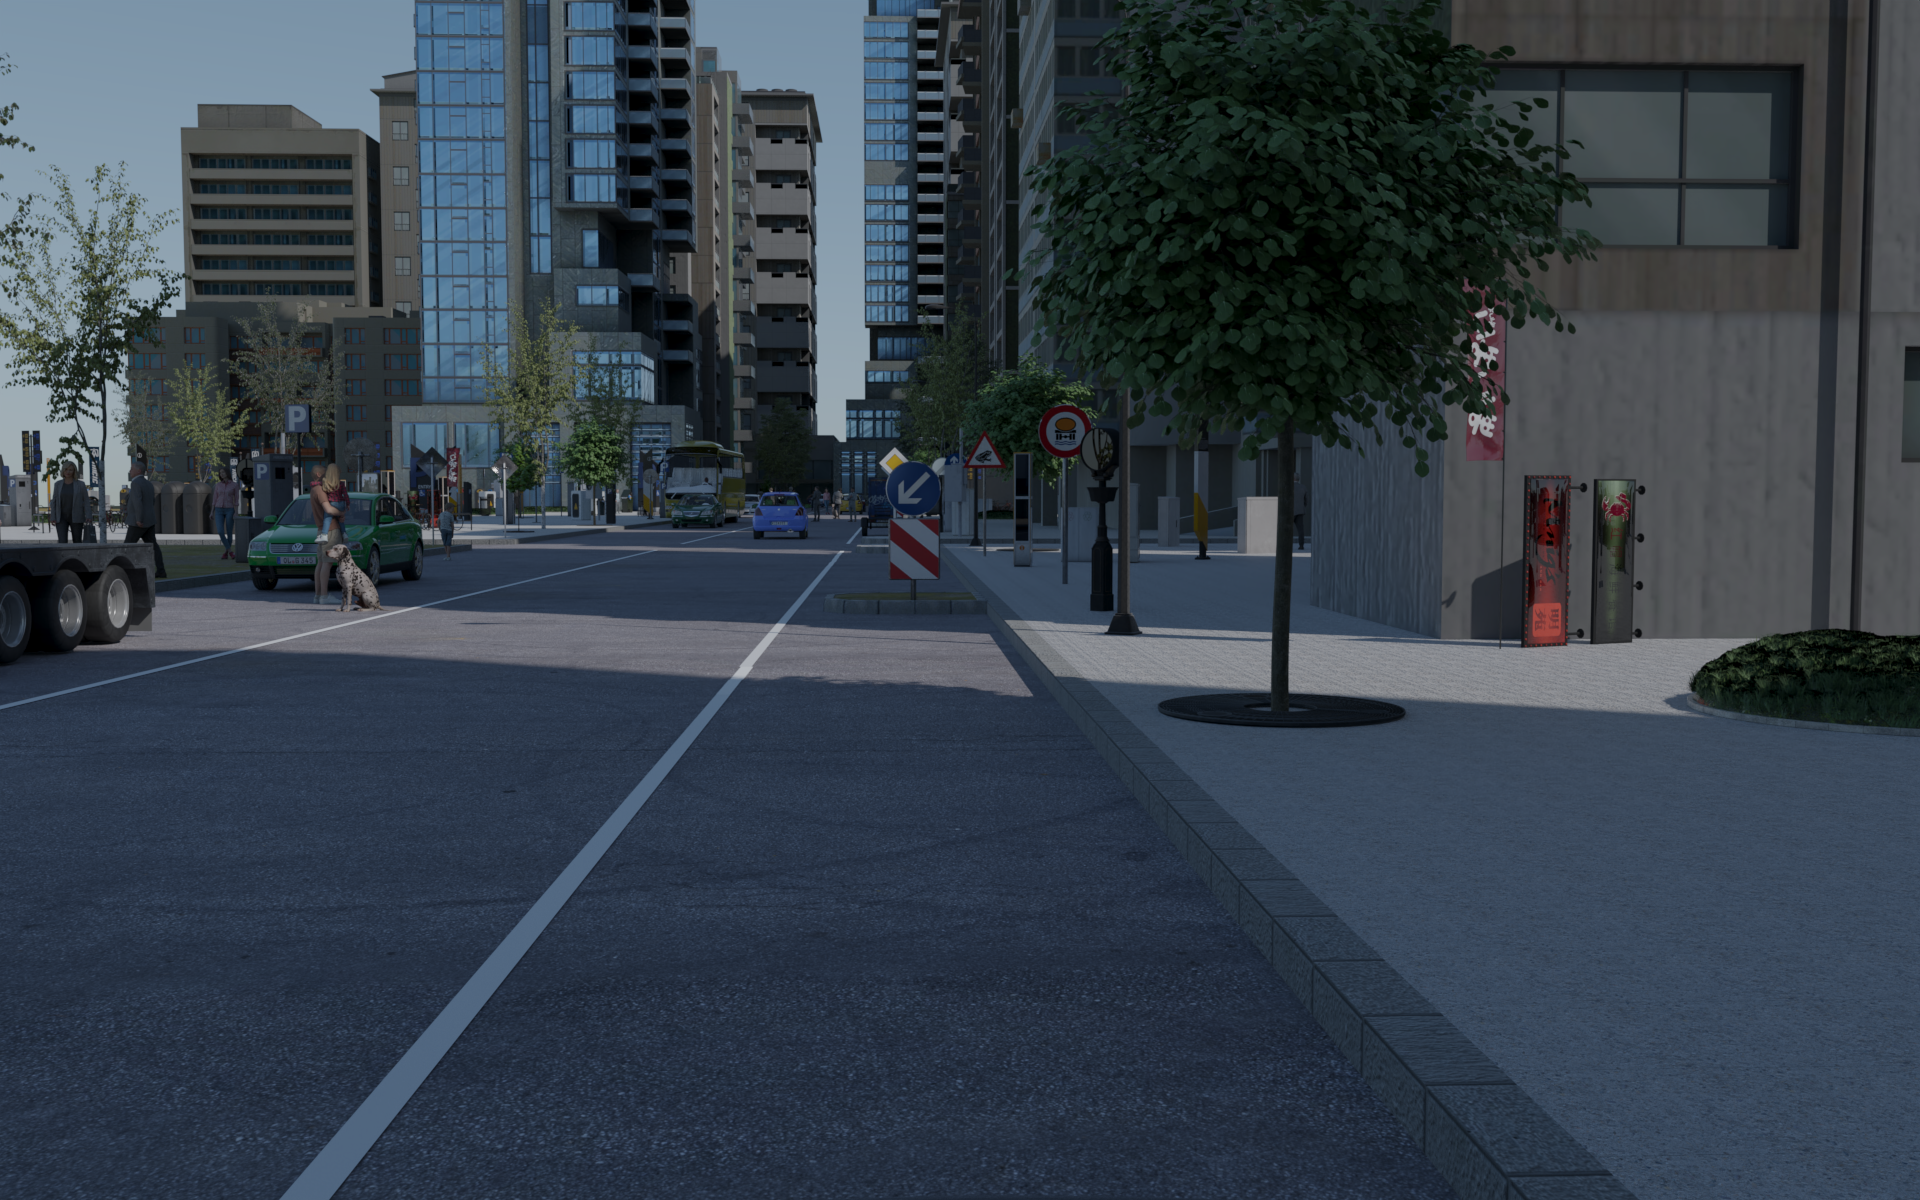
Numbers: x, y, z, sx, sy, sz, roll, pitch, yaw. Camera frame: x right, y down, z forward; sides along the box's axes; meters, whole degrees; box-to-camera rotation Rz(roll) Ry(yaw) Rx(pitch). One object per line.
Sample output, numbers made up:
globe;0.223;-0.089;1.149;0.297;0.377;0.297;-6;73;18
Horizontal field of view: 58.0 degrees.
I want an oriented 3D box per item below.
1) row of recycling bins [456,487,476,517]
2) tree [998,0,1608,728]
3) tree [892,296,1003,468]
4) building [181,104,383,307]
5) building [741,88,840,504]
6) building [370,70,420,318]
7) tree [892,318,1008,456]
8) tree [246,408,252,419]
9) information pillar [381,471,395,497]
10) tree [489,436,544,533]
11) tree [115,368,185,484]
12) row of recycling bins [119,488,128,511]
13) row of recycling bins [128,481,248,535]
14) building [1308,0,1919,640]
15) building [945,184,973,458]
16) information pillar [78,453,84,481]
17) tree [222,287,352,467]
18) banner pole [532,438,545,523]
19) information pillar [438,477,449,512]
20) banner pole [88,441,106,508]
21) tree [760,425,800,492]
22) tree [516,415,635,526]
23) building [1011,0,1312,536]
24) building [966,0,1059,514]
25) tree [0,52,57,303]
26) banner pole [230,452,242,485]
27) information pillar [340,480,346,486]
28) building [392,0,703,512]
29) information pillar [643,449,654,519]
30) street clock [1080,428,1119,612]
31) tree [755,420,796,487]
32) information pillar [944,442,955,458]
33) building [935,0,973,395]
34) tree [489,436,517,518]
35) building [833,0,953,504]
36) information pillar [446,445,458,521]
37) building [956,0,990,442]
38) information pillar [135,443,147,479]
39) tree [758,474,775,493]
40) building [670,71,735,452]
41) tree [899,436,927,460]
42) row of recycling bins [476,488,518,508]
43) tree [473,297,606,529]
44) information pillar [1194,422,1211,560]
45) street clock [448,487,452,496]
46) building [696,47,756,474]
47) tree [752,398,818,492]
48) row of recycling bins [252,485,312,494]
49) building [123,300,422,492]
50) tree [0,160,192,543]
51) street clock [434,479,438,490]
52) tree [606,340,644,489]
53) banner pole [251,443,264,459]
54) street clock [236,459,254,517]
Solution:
row of recycling bins;-28.925;-5.631;99.173;1.069;1.692;3.534;0;4;1
tree;1.904;-1.606;9.979;4.285;4.588;4.351;0;3;0
tree;-0.415;-7.033;65.356;4.737;8.622;4.395;0;3;0
building;-82.970;-36.410;219.001;21.600;48.544;21.300;0;4;-2
building;-29.928;-38.922;225.615;27.495;52.752;28.713;0;4;-2
building;-57.692;-38.833;224.159;27.495;52.752;28.713;0;4;-2
tree;-0.176;-9.608;91.510;7.601;10.594;8.767;0;4;7
tree;-41.584;-8.865;95.313;4.737;8.622;4.395;0;3;0
information pillar;-17.956;-3.053;54.412;0.304;2.012;0.304;2;4;26
tree;-14.691;-3.862;57.739;1.663;3.219;1.824;0;3;0
tree;-47.773;-9.241;101.459;4.360;8.622;3.978;0;3;0
row of recycling bins;-51.601;-6.223;108.859;3.534;1.692;1.069;2;4;35
row of recycling bins;-24.627;-2.949;55.332;3.534;1.692;1.069;1;4;17
building;10.973;-15.275;21.451;14.160;30.474;14.107;0;4;-2
building;5.580;-23.983;163.829;14.160;30.474;14.107;0;4;-2
information pillar;-48.711;-6.399;95.977;0.183;3.616;0.504;0;4;-4
tree;-24.317;-6.865;62.605;4.360;8.622;3.978;0;3;0
banner pole;-18.843;-5.355;77.576;0.401;3.779;0.863;2;4;27
information pillar;-21.994;-4.237;73.763;0.304;2.012;0.304;2;4;34
banner pole;-39.939;-5.523;80.314;0.863;3.779;0.401;-3;5;-41
tree;-18.976;-14.036;179.845;4.360;8.622;3.978;0;3;0
tree;-14.739;-5.284;70.101;4.285;4.588;4.351;0;3;0
building;14.576;-22.973;67.493;23.993;40.220;32.217;0;4;-2
building;10.537;-41.394;115.051;20.563;71.187;20.611;0;4;-2
tree;-13.547;-4.323;21.046;4.360;8.622;3.978;0;3;0
banner pole;-43.045;-6.920;103.163;0.863;3.779;0.401;0;4;-7
information pillar;-32.327;-5.265;90.576;0.304;2.012;0.304;2;4;33
building;-31.788;-50.519;138.650;22.319;86.520;31.000;0;4;-2
information pillar;-15.851;-5.917;88.093;0.504;3.616;0.183;0;4;1
street clock;1.559;-0.880;18.964;0.471;2.002;0.358;3;5;43
tree;-18.693;-13.658;173.670;4.737;8.622;4.395;0;3;0
information pillar;-0.456;-5.130;75.229;0.504;3.616;0.183;-1;4;-15
building;12.028;-36.425;184.784;28.713;52.752;27.495;0;4;-2
tree;-23.677;-6.671;92.783;4.285;4.588;4.351;0;3;0
building;-0.574;-55.651;222.563;31.000;86.520;22.319;0;4;-2
information pillar;-24.217;-5.574;82.486;0.504;3.616;0.183;-3;4;-38
building;10.957;-29.794;141.760;22.147;44.769;28.867;0;4;-2
information pillar;-37.600;-5.396;79.575;0.183;3.616;0.504;3;4;37
tree;-18.450;-10.535;166.848;1.663;3.219;1.824;0;3;0
building;-28.918;-29.301;162.668;14.154;41.232;14.086;0;4;-2
tree;-4.959;-14.737;191.308;4.360;8.622;3.978;0;3;0
row of recycling bins;-30.341;-6.523;113.770;3.534;1.692;1.069;1;4;20
tree;-15.631;-6.935;63.751;4.737;8.622;4.395;0;3;0
information pillar;4.709;-2.593;33.744;0.183;3.616;0.504;2;4;33
street clock;-23.397;-4.561;79.141;0.471;2.002;0.358;0;4;6
building;-37.711;-34.630;185.807;30.456;49.044;23.786;0;4;-2
tree;-20.570;-17.453;203.481;7.486;12.596;7.792;0;3;0
row of recycling bins;-30.457;-4.302;77.445;3.534;1.692;1.069;0;4;6
building;-67.411;-20.677;183.100;28.899;21.520;27.650;0;4;-2
tree;-18.968;-5.335;37.590;4.737;8.622;4.395;0;3;0
street clock;-25.737;-4.943;85.391;0.358;2.002;0.471;0;4;-5
tree;-15.992;-7.804;77.963;4.737;8.622;4.395;0;3;0
banner pole;-34.158;-5.772;84.391;0.401;3.779;0.863;2;4;33
street clock;-14.523;-1.887;35.431;0.471;2.002;0.358;1;4;8
